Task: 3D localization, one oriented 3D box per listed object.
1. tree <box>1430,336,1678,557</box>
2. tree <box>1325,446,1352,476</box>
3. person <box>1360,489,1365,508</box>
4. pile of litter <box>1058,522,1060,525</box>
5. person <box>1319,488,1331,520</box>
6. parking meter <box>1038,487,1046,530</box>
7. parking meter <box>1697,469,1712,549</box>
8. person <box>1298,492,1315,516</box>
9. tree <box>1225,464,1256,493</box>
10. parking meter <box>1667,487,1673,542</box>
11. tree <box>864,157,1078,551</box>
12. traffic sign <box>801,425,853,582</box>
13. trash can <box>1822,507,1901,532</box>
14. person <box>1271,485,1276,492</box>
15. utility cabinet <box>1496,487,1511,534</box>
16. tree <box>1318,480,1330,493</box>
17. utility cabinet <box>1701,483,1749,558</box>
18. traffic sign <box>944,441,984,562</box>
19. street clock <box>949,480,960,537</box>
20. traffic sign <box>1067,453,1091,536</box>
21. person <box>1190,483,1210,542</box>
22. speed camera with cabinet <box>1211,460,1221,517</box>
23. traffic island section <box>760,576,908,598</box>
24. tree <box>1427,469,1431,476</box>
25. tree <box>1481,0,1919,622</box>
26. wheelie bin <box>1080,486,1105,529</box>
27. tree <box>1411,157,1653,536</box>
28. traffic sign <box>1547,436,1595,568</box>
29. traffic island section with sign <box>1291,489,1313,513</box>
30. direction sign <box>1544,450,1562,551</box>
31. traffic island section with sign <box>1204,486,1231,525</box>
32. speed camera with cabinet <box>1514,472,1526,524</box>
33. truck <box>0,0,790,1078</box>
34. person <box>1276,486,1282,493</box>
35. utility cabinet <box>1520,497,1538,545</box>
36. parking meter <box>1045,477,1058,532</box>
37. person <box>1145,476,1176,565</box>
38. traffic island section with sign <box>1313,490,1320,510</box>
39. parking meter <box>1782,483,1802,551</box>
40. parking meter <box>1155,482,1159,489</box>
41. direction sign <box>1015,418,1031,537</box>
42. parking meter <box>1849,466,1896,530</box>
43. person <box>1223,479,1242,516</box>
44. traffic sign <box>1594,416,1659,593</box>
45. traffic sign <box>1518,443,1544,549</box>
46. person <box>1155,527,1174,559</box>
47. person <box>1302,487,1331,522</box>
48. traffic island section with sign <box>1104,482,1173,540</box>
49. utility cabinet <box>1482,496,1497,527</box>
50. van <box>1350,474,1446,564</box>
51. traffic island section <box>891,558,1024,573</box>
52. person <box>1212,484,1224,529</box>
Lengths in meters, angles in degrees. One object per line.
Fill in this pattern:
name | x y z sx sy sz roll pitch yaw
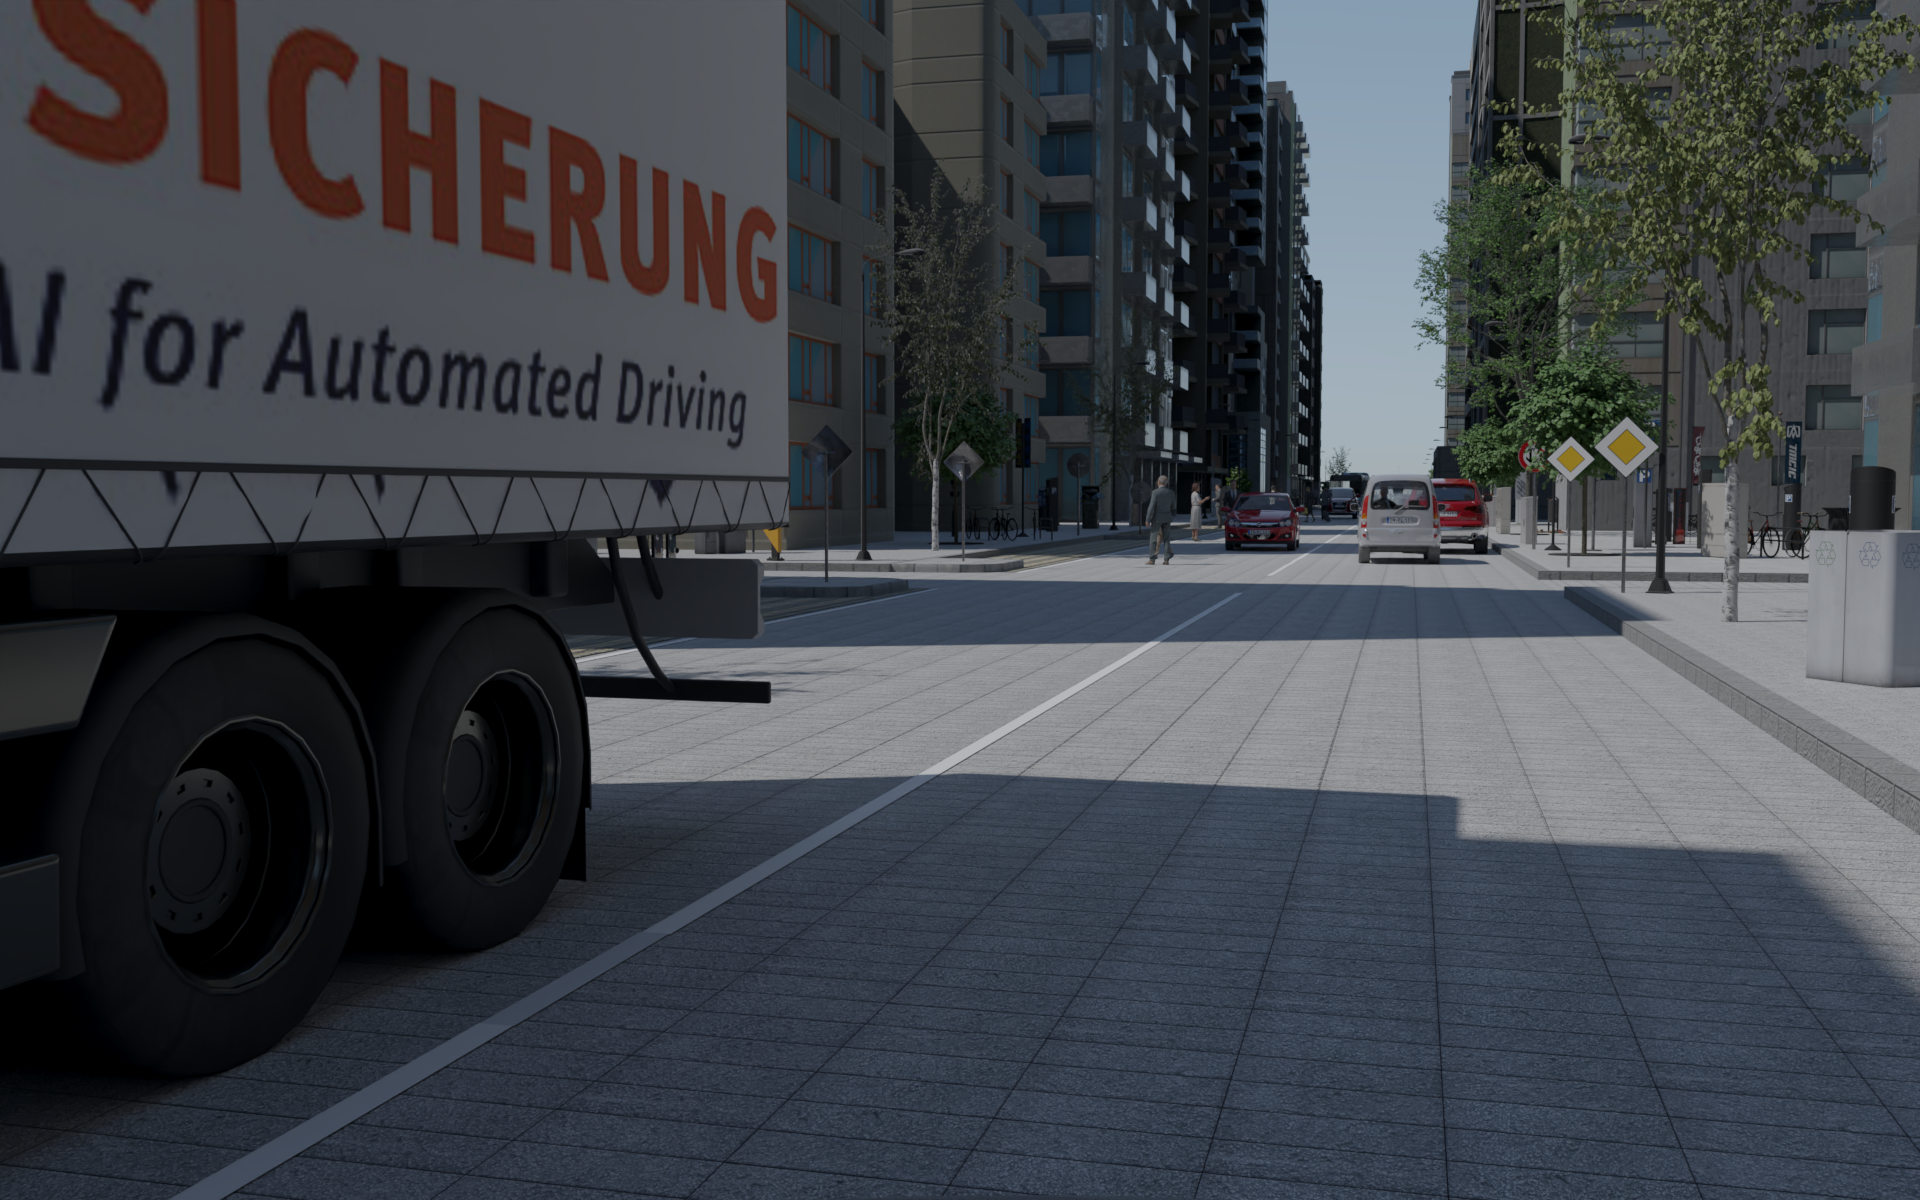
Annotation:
tree | 13.026 -3.210 36.203 4.285 4.588 4.351 0 3 0
tree | 56.530 -18.858 258.693 4.737 8.622 4.395 0 3 0
person | 21.202 -4.961 90.610 0.512 1.701 0.522 1 4 18
pile of litter | 3.562 -3.494 71.091 1.719 0.858 1.176 3 5 44
person | 19.991 -5.260 94.892 0.661 1.777 0.834 1 4 10
parking meter | 2.966 -3.245 61.470 0.372 1.533 0.369 0 3 0
parking meter | 17.425 -2.130 40.543 0.255 1.863 0.399 1 4 16
person | 22.921 -6.478 114.425 0.705 1.824 1.348 -3 5 -44
tree | 18.962 -7.392 115.462 1.663 3.219 1.824 0 3 0
parking meter | 18.893 -2.325 46.420 0.372 1.533 0.369 0 3 0
tree | -0.368 -5.423 39.036 4.360 8.622 3.978 0 3 0
traffic sign | -1.940 -1.316 25.159 0.795 2.450 0.064 1 4 15
trash can | 9.513 -0.408 18.320 0.748 1.137 0.748 0 3 0
person | 13.516 -4.019 74.389 0.511 1.800 0.466 3 5 42
utility cabinet | 17.496 -2.882 55.799 0.318 1.500 1.173 1 4 10
tree | 48.443 -14.307 228.523 1.663 3.219 1.824 0 3 0
utility cabinet | 15.386 -1.599 34.828 0.318 1.500 1.173 0 4 -8
traffic sign | 0.068 -1.789 32.888 0.795 2.450 0.064 1 4 15
street clock | -0.153 -2.894 51.890 0.358 2.002 0.471 0 4 -6
traffic sign | 3.658 -3.265 53.496 0.768 2.556 0.104 1 4 19
person | 7.199 -2.635 52.146 0.524 1.755 0.480 -1 4 -16
speed camera with cabinet | 14.778 -6.451 99.817 0.660 3.252 2.038 1 4 8
traffic island section | -1.964 -0.180 25.226 2.009 0.180 2.903 1 4 15
tree | 21.861 -5.360 71.355 4.285 4.588 4.351 0 3 0
tree | 7.493 -4.083 17.112 4.737 8.622 4.395 0 3 0
wheelie bin | 4.854 -3.432 64.022 0.980 1.594 0.693 0 4 7
tree | 17.706 -7.839 53.928 9.928 11.665 9.643 0 3 0
traffic sign | 10.608 -1.621 30.140 0.795 2.450 0.064 1 4 15
traffic island section with sign | 25.169 -7.402 129.645 1.989 1.847 2.006 1 4 15
direction sign | 13.500 -2.895 39.330 0.379 3.537 0.876 -1 4 -11
traffic island section with sign | 12.469 -4.412 80.761 1.989 1.847 2.006 1 4 15
speed camera with cabinet | 24.069 -4.876 74.059 0.660 3.252 2.038 1 4 20
truck | -3.465 -0.835 2.559 2.839 4.237 11.283 1 4 16
person | 11.326 -3.162 61.042 0.643 1.720 0.563 3 4 38
utility cabinet | 14.603 -2.038 44.476 0.306 1.237 1.020 1 4 11
parking meter | 3.132 -3.266 59.110 0.399 1.863 0.255 -2 4 -27
person | 4.041 -1.619 35.146 0.661 1.801 0.590 -2 4 -24
traffic island section with sign | 31.934 -8.998 155.741 1.989 1.847 2.006 1 4 15
parking meter | 18.967 -1.901 39.490 0.372 1.533 0.369 0 3 0
parking meter | 8.336 -4.074 72.317 0.255 1.863 0.399 3 4 36
direction sign | 1.884 -3.657 51.793 0.379 3.537 0.876 -2 4 -28
parking meter | 8.335 -0.455 15.850 0.372 1.533 0.369 0 3 0
person | 7.710 -2.465 48.576 0.659 1.850 0.755 0 4 5
traffic sign | 8.601 -1.148 22.410 0.795 2.450 0.064 1 4 15
traffic sign | 13.332 -2.450 40.158 0.768 2.556 0.104 1 4 19
person | 4.478 -1.549 38.104 0.640 1.303 0.475 -3 5 -39
person | 18.150 -4.865 88.260 1.509 1.804 0.699 0 4 -1
traffic island section with sign | 5.691 -2.816 54.669 1.989 1.847 2.006 1 4 15
utility cabinet | 20.788 -3.461 67.747 1.020 1.237 0.306 1 4 17
van | 9.353 -1.832 36.967 2.013 2.044 4.112 1 4 13
traffic island section | 0.043 -0.653 32.956 2.009 0.180 2.903 1 4 15
person | 10.656 -3.875 71.658 0.447 1.846 0.655 1 4 18
